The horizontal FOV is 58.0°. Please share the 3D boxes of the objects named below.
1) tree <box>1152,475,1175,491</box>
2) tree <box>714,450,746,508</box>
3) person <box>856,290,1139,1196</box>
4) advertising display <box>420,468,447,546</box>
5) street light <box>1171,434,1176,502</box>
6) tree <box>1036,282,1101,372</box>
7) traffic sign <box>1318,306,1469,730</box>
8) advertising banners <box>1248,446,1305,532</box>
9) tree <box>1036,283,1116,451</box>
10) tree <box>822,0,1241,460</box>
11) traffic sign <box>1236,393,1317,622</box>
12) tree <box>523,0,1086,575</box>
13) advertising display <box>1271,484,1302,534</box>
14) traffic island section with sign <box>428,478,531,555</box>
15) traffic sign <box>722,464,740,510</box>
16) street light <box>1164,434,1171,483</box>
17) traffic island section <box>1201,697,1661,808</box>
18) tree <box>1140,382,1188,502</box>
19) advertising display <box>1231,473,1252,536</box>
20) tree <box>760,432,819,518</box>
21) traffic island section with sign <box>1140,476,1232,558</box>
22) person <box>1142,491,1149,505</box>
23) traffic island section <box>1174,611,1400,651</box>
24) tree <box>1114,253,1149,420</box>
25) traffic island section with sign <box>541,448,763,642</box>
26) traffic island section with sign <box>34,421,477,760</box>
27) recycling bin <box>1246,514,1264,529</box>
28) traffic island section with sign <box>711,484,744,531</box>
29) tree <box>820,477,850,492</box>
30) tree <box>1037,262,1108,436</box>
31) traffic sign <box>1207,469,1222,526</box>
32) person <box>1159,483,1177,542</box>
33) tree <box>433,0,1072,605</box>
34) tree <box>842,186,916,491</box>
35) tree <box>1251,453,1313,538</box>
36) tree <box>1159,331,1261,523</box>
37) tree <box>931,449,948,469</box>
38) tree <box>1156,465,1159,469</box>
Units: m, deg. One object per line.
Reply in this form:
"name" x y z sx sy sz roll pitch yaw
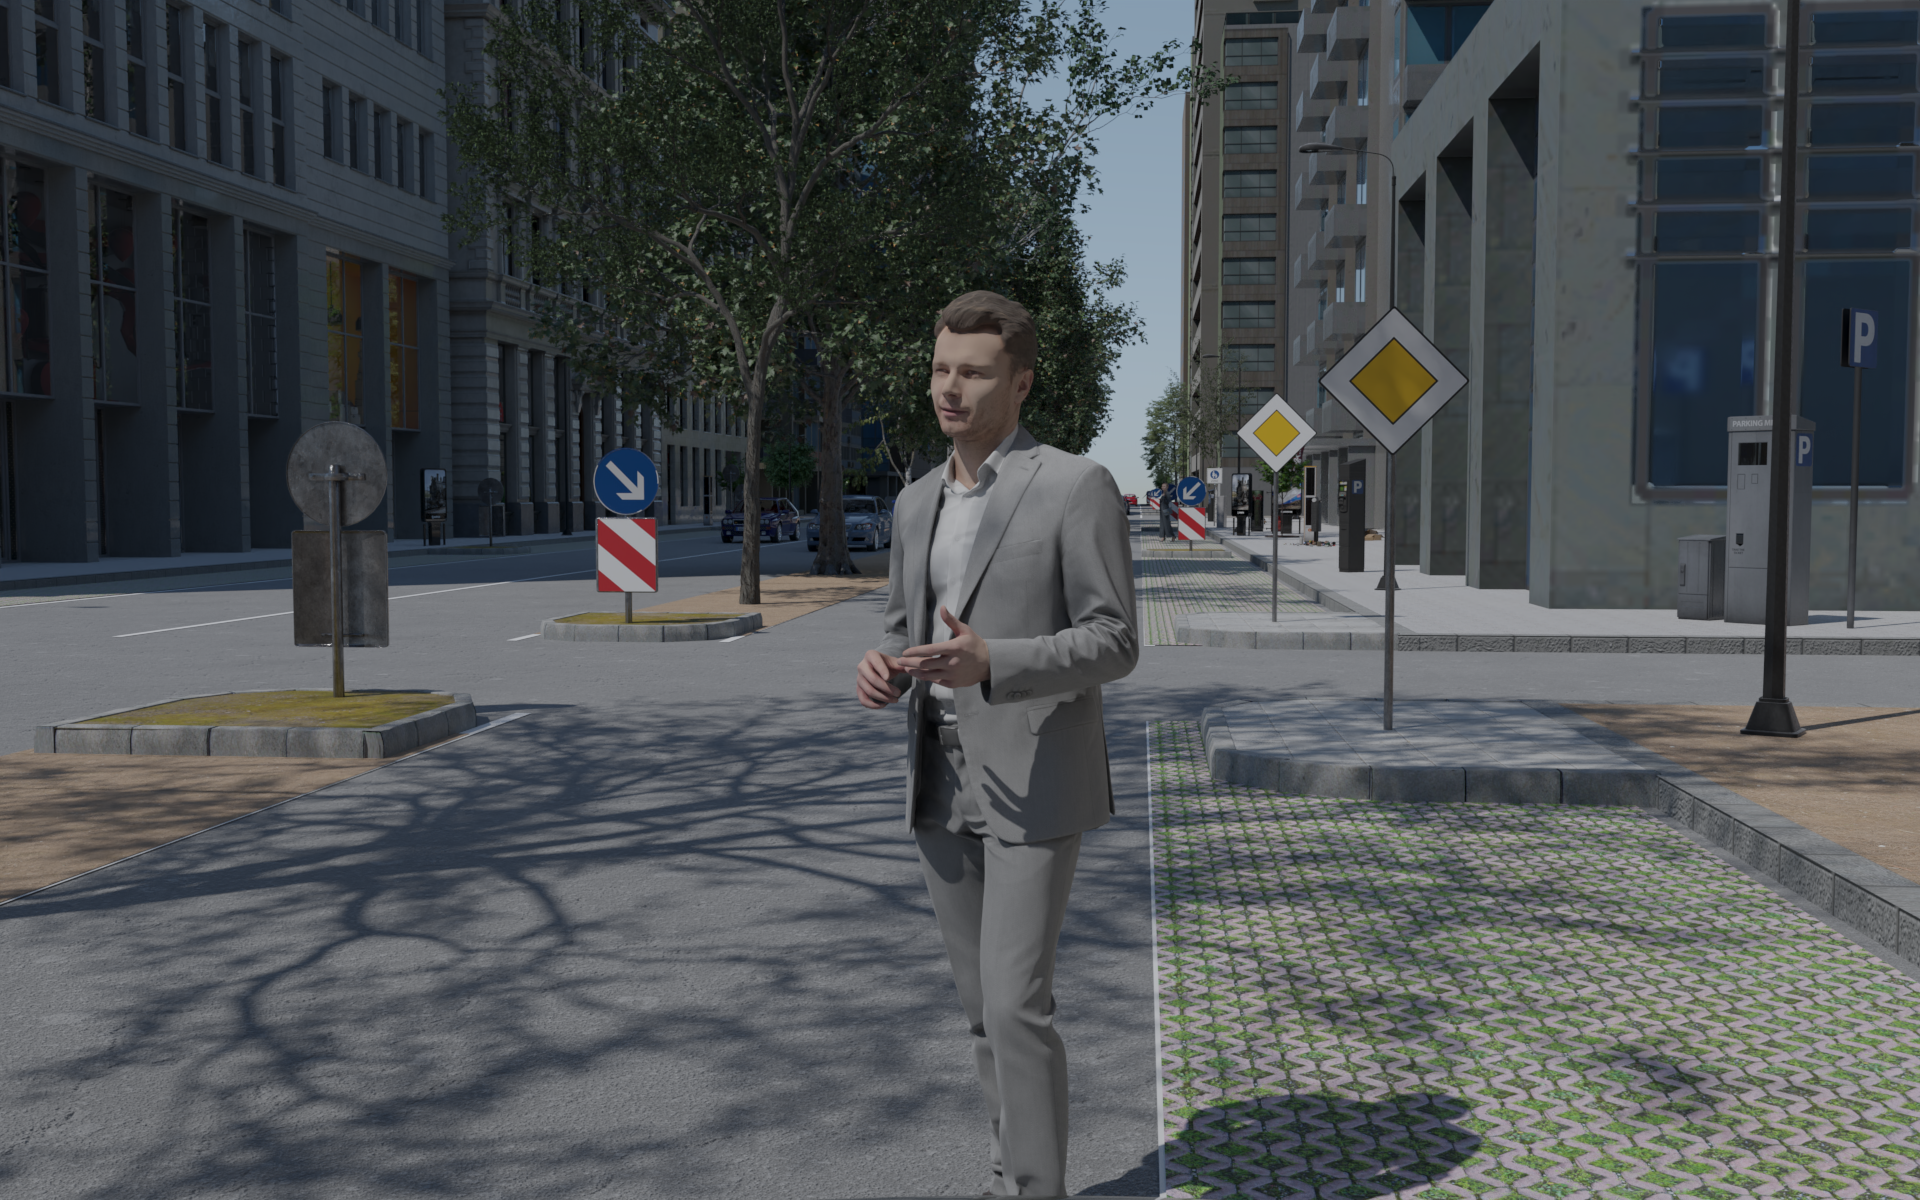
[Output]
"tree" 29.010 -16.076 246.554 4.285 4.588 4.351 0 3 0
"tree" -10.036 -4.976 75.962 1.663 3.219 1.824 0 3 0
"person" 0.005 0.340 3.149 0.606 1.804 0.583 3 5 39
"advertising display" -13.092 -2.317 43.096 0.123 1.923 0.974 1 4 17
"street light" 12.916 -7.706 98.542 1.470 5.913 1.316 0 4 6
"tree" 2.322 -8.693 70.343 9.928 11.665 9.643 0 3 0
"traffic sign" 2.328 -0.350 9.369 0.795 2.450 0.064 0 4 6
"advertising banners" 10.811 -3.844 59.043 2.074 3.025 0.090 -1 4 -14
"tree" 3.747 -10.955 88.226 9.857 13.997 8.962 0 3 0
"tree" 0.937 -11.588 47.818 12.611 20.169 13.585 0 3 0
"traffic sign" 3.152 -0.836 17.311 0.795 2.450 0.064 0 4 6
"tree" -2.276 -6.783 30.373 9.611 12.733 9.660 0 3 0
"advertising display" 10.482 -3.081 55.582 0.974 1.923 0.123 1 4 14
"traffic island section with sign" -11.410 -2.009 41.479 1.989 1.847 2.006 0 4 6
"traffic sign" -9.752 -4.503 73.725 0.768 2.556 0.104 1 4 10
"street light" 16.663 -9.841 133.433 1.470 5.913 1.316 0 4 6
"traffic island section" 2.352 0.785 9.443 2.009 0.180 2.903 0 4 6
"tree" 21.635 -15.732 175.338 7.486 12.596 7.792 0 3 0
"advertising display" 8.665 -2.940 53.291 0.123 1.923 0.974 -2 4 -24
"tree" -9.092 -6.630 92.114 4.285 4.588 4.351 0 3 0
"traffic island section with sign" 5.146 -1.887 39.488 1.989 1.847 2.006 0 4 6
"person" 21.937 -11.868 202.482 1.348 1.831 0.705 3 5 42
"traffic island section" 3.176 0.299 17.386 2.009 0.180 2.903 0 4 6
"tree" 1.731 -8.607 60.196 9.611 12.733 9.660 0 3 0
"traffic island section with sign" -3.219 -0.585 17.706 2.006 1.907 1.989 0 4 6
"traffic island section with sign" -3.993 -0.135 10.339 2.006 1.907 1.989 0 4 6
"recycling bin" 10.869 -3.189 64.693 0.722 1.027 0.722 -2 4 -28
"traffic island section with sign" -8.628 -3.649 68.291 1.989 1.847 2.006 0 4 6
"tree" -7.269 -6.662 103.528 1.663 3.219 1.824 0 3 0
"tree" 2.879 -9.723 79.557 7.486 12.596 7.792 0 3 0
"traffic sign" 10.166 -4.100 69.169 0.606 2.300 0.079 1 4 9
"person" 6.145 -2.610 51.594 0.534 1.772 0.576 -3 4 -36
"tree" -2.778 -5.192 21.753 8.767 10.594 7.601 0 4 6
"tree" -1.226 -5.307 39.589 4.737 8.622 4.395 0 3 0
"tree" 9.650 -3.457 51.119 1.663 3.219 1.824 0 3 0
"tree" 11.302 -7.790 77.733 4.360 8.622 3.978 0 3 0
"tree" -1.185 -13.280 167.490 4.360 8.622 3.978 0 3 0
"tree" 28.294 -17.608 238.246 4.360 8.622 3.978 0 3 0
